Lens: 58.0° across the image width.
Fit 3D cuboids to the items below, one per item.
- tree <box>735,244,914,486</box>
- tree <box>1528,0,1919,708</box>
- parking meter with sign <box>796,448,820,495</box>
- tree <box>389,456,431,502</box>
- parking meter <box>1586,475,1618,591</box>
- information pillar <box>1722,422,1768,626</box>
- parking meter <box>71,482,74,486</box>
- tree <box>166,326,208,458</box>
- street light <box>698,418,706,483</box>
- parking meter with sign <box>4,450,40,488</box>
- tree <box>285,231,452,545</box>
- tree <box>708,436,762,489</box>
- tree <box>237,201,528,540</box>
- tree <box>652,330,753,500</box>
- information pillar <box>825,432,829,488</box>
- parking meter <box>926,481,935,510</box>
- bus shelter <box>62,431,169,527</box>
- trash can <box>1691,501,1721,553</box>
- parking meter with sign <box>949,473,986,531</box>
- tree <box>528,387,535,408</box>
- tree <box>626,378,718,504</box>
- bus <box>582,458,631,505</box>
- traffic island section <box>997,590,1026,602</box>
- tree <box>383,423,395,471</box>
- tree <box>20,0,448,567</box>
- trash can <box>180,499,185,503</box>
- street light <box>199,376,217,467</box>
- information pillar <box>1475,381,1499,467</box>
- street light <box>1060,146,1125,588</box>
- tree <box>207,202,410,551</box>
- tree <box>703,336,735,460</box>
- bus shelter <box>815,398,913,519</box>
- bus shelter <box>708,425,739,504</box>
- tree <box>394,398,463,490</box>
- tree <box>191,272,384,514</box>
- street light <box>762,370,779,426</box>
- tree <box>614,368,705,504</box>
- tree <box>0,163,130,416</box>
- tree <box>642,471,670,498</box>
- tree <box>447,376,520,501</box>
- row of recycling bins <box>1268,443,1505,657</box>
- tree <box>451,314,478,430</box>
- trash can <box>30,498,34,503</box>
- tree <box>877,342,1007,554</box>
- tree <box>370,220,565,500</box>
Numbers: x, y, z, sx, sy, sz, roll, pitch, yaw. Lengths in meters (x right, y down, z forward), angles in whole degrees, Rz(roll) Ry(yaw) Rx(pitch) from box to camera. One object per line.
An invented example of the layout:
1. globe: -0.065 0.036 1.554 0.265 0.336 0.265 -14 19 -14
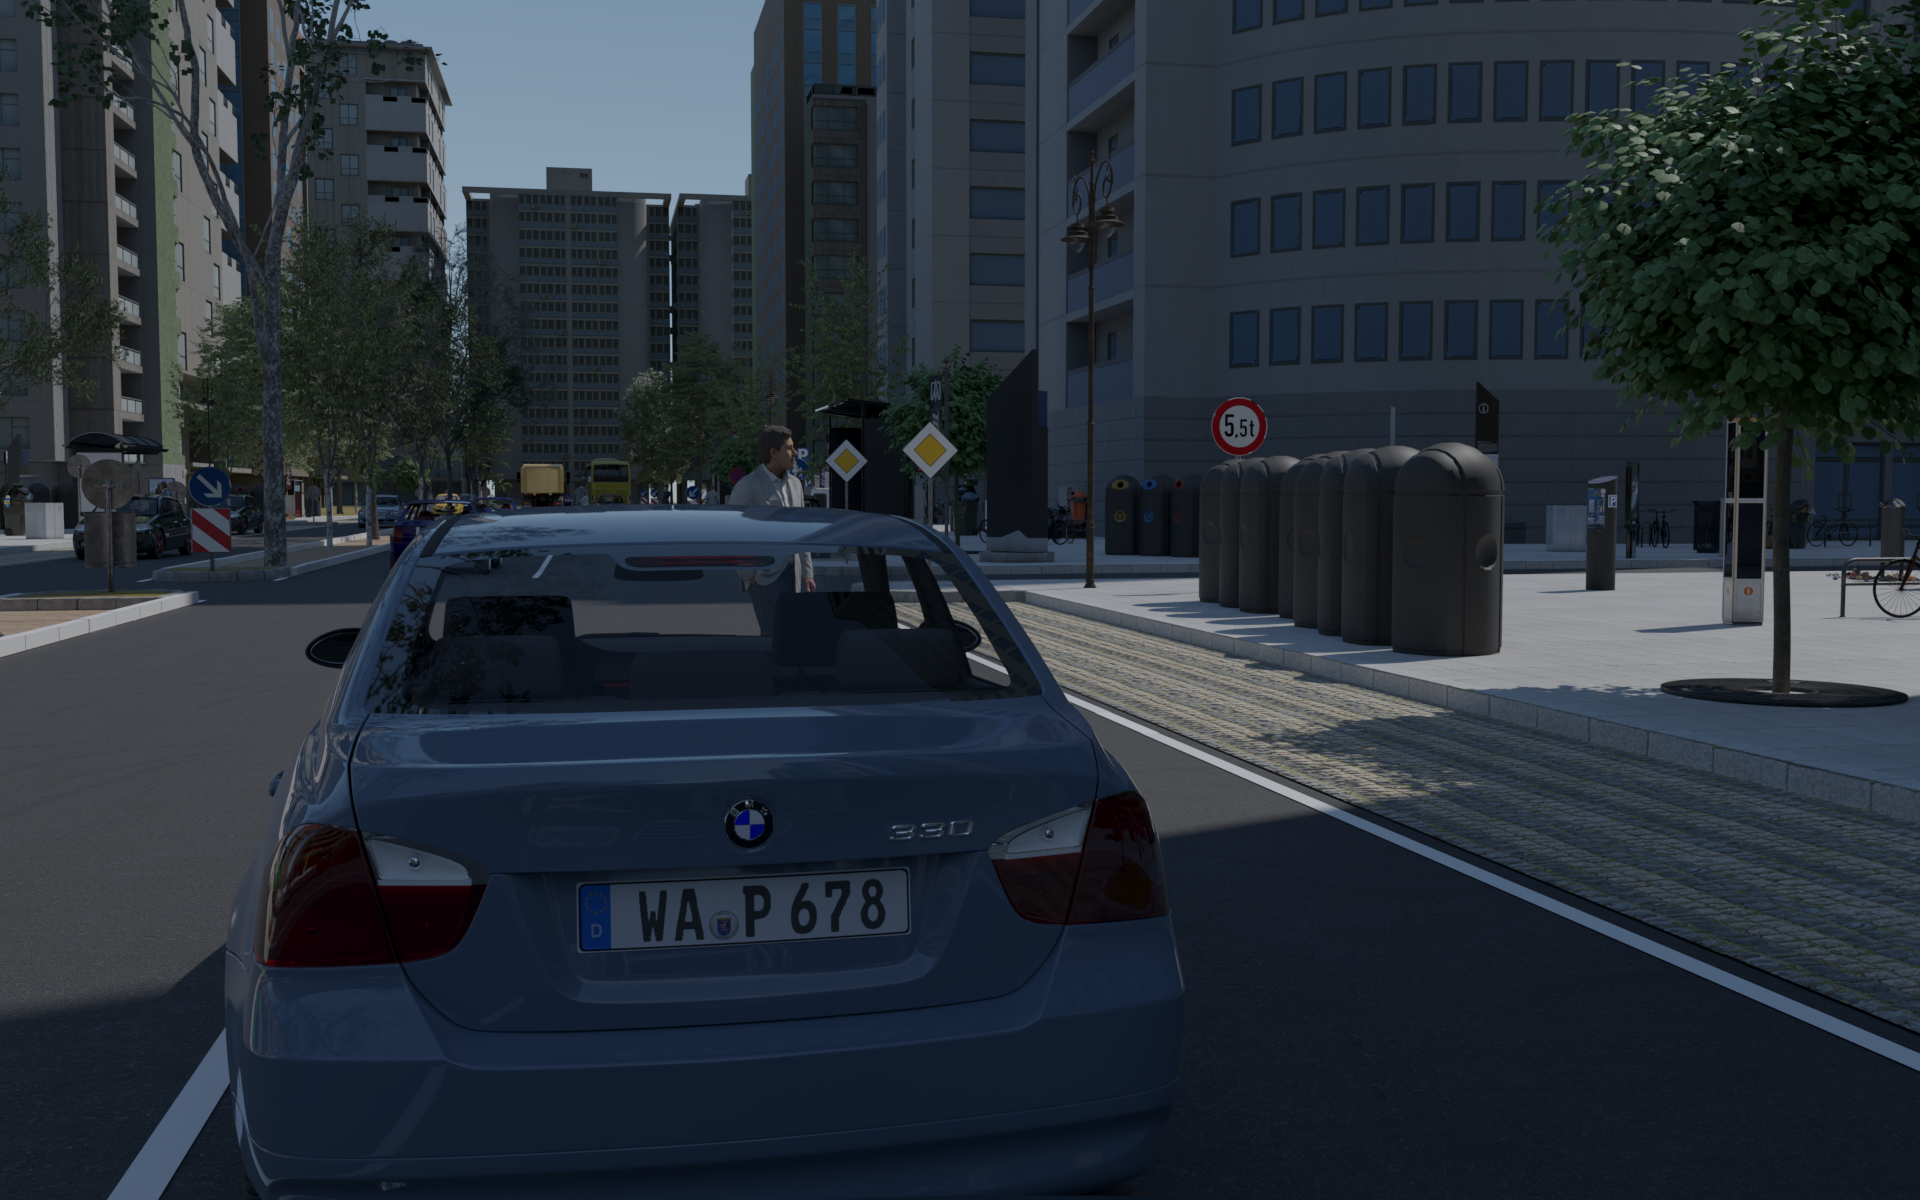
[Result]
1. tree: -3.529 -6.214 51.953 4.737 8.622 4.395 0 3 0
2. tree: 5.342 -1.667 10.971 4.285 4.588 4.351 0 3 0
3. parking meter with sign: -5.647 -4.276 66.169 0.543 3.016 1.738 1 4 19
4. tree: -45.743 -9.784 143.684 4.285 4.588 4.351 0 3 0
5. parking meter: 8.562 -0.899 23.114 0.372 1.533 0.369 0 3 0
6. information pillar: 7.687 -0.762 16.957 0.304 2.012 0.304 0 4 5
7. parking meter: -40.481 -4.500 79.293 0.399 1.863 0.255 3 4 37
8. tree: -31.579 -7.561 73.978 4.737 8.622 4.395 0 3 0
9. street light: -15.740 -8.108 105.357 0.468 5.910 1.993 -1 4 -12
10. parking meter with sign: -37.213 -4.468 69.310 1.738 3.016 0.543 -2 4 -24
11. tree: -16.484 -5.828 48.102 4.360 8.622 3.978 0 3 0
12. tree: -11.175 -6.422 88.714 4.285 4.588 4.351 0 3 0
13. tree: -18.235 -7.156 53.875 8.767 10.594 7.601 -1 4 -12
14. tree: -17.838 -12.358 120.188 7.486 12.596 7.792 0 3 0
15. information pillar: -4.813 -4.476 64.539 0.504 3.616 0.183 1 4 15
16. parking meter: -1.306 -4.331 76.529 0.399 1.863 0.255 0 4 7
17. bus shelter: -28.484 -3.959 58.657 2.014 3.302 5.546 -1 4 -12
18. trash can: 16.270 -1.589 37.635 0.748 1.137 0.748 0 3 0
19. parking meter with sign: 0.511 -3.871 59.559 1.738 3.016 0.543 0 4 -7
20. tree: -20.745 -7.966 67.120 8.767 10.594 7.601 -1 4 -12
21. tree: -24.903 -13.730 150.236 9.928 11.665 9.643 0 3 0
22. bus: -24.124 -7.753 118.306 2.896 3.916 12.252 -1 4 -14
23. traffic island section: -0.397 -0.111 24.101 2.009 0.180 2.903 -1 4 -12
24. tree: -40.399 -11.808 111.192 7.486 12.596 7.792 0 3 0
25. tree: -14.715 -10.728 33.753 12.611 20.169 13.585 0 3 0
26. trash can: -37.413 -4.356 82.871 0.748 1.137 0.748 0 3 0
27. street light: -29.544 -5.834 68.168 0.468 5.910 1.993 -1 4 -12
28. information pillar: 10.945 -2.735 36.064 0.504 3.616 0.183 0 4 -5
29. street light: 1.778 -3.102 23.503 0.468 5.910 1.993 -1 4 -12
30. tree: -15.676 -5.507 42.855 4.737 8.622 4.395 0 3 0
31. tree: -9.427 -7.873 79.083 4.737 8.622 4.395 0 3 0
32. bus shelter: -2.543 -3.321 45.581 1.731 3.624 6.357 -1 4 -12
33. bus shelter: -13.177 -7.418 98.910 2.179 5.291 8.768 -1 4 -12
34. tree: -52.312 -14.996 170.939 9.928 11.665 9.643 0 3 0
35. tree: -35.149 -10.389 87.987 7.486 12.596 7.792 0 3 0
36. street light: -7.072 -5.624 64.736 0.468 5.910 1.993 -1 4 -12
37. tree: -30.021 -16.305 173.241 9.857 13.997 8.962 0 3 0
38. tree: -25.890 -6.797 45.548 8.767 10.594 7.601 0 4 -5
39. tree: -31.826 -12.126 181.967 4.285 4.588 4.351 0 3 0
40. tree: -25.301 -8.472 91.344 4.737 8.622 4.395 0 3 0
41. row of recycling bins: 3.769 -0.503 15.335 1.069 1.692 3.534 0 4 -6
42. tree: -19.144 -6.636 61.315 4.360 8.622 3.978 0 3 0
43. trash can: -33.075 -3.023 61.083 0.748 1.137 0.748 0 3 0
44. tree: -0.081 -3.295 37.591 4.285 4.588 4.351 0 3 0
45. tree: -22.782 -10.044 77.049 12.009 13.543 11.850 0 3 0
